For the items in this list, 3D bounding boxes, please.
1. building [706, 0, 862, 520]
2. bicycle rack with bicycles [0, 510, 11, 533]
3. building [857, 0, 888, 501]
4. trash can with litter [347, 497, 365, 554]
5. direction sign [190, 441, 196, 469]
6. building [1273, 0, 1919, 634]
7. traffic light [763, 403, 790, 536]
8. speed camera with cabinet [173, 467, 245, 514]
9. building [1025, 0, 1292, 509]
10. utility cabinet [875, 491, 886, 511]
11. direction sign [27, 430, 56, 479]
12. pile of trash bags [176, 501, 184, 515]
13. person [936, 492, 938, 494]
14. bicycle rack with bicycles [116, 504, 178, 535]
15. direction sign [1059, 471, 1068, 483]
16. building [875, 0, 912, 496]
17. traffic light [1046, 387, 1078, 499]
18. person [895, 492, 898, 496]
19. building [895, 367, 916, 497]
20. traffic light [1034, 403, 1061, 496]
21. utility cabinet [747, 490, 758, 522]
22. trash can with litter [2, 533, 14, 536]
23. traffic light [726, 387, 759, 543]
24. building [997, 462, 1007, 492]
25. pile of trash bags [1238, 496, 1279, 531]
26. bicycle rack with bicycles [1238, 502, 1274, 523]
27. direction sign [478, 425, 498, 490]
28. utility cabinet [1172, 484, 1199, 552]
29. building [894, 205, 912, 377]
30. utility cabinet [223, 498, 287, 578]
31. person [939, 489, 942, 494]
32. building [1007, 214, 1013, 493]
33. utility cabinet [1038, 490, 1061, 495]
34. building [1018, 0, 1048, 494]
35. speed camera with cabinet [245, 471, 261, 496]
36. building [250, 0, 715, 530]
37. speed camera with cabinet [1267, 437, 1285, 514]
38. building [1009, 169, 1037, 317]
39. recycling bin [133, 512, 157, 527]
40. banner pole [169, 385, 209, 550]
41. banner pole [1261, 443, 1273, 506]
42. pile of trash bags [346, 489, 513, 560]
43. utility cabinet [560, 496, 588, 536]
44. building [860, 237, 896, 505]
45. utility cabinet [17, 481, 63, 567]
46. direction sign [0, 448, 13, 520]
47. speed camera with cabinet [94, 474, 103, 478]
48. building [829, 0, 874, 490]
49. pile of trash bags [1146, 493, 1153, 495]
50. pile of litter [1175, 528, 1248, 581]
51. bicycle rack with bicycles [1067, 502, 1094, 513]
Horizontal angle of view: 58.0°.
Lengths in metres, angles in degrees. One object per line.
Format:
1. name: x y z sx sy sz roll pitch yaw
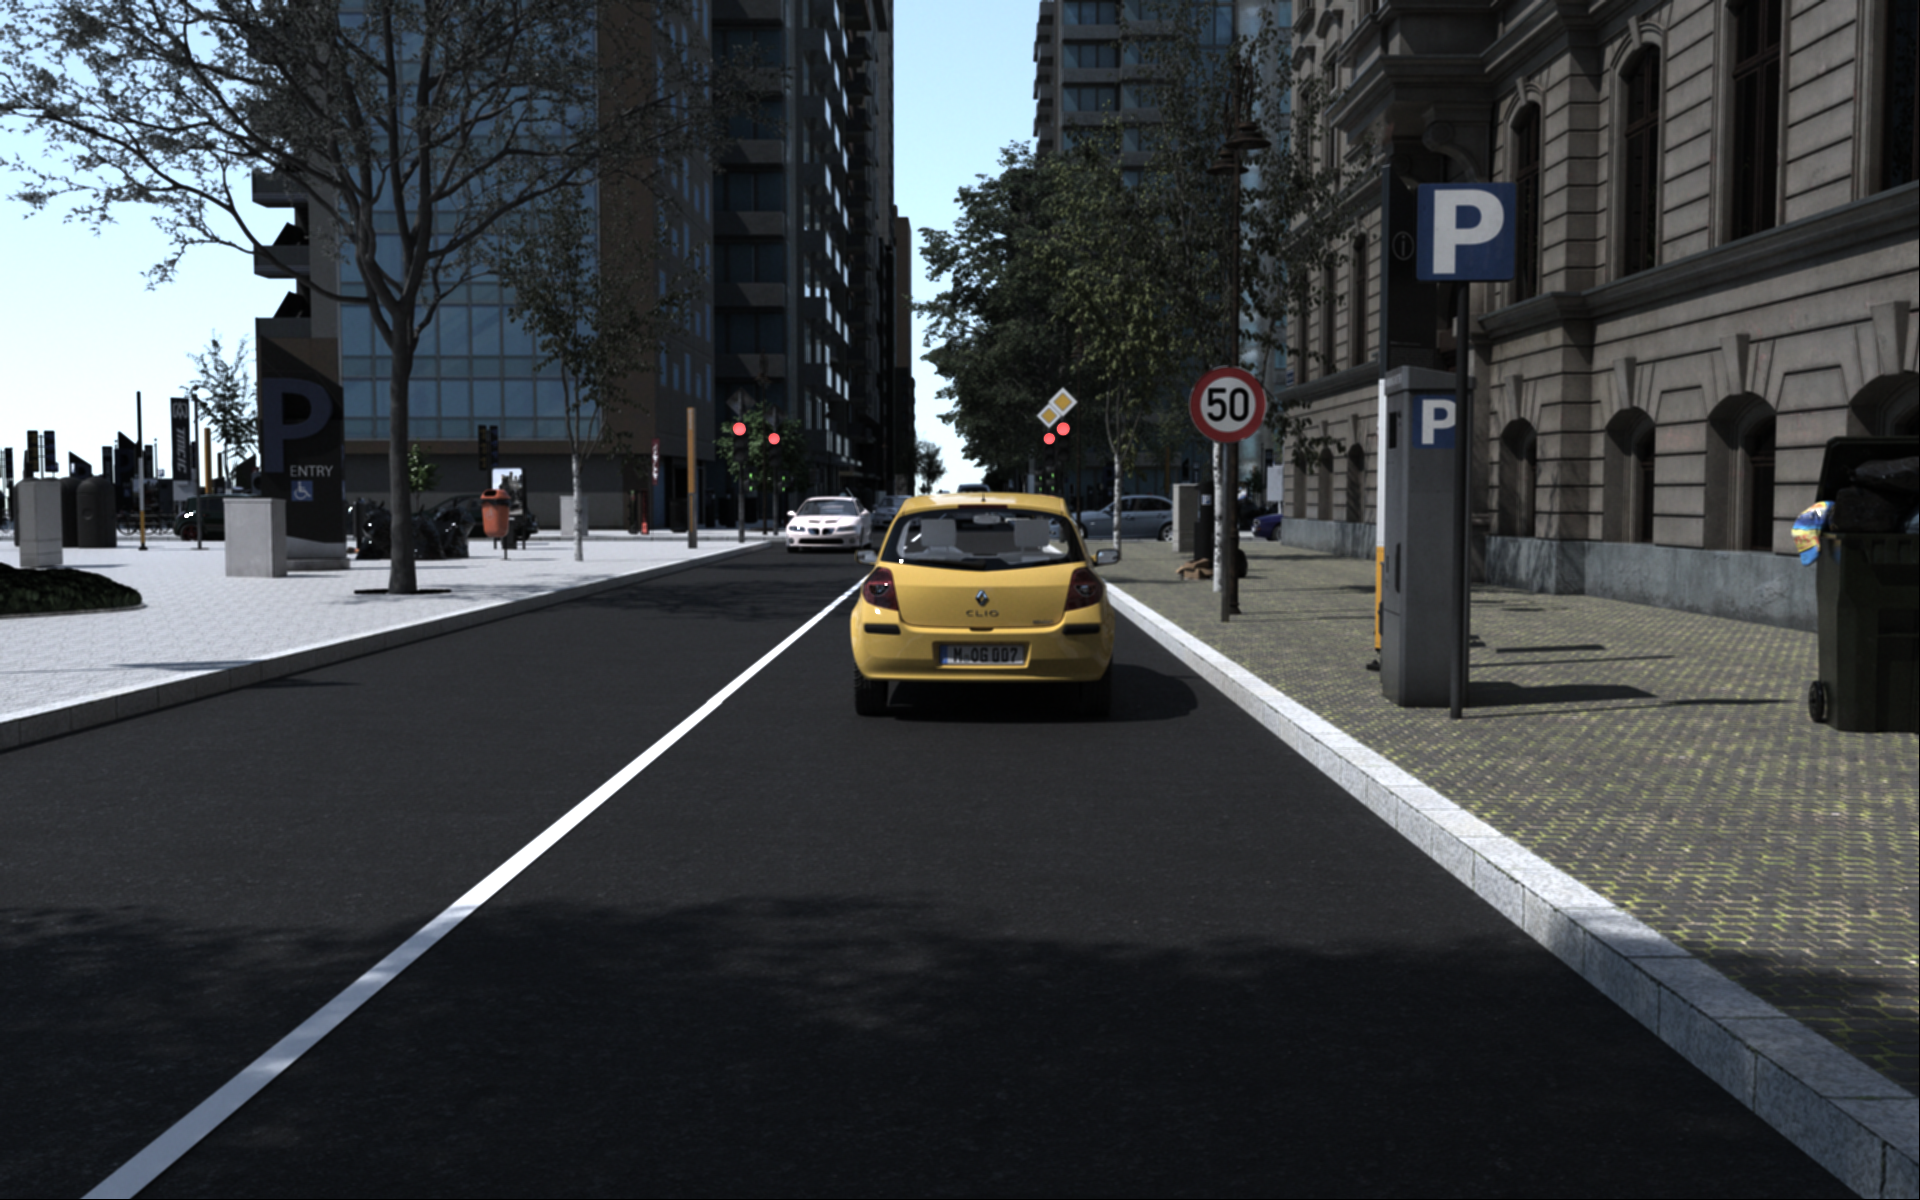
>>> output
1. building: -18.085 -29.284 98.399 23.786 49.044 30.456 0 4 0
2. bicycle rack with bicycles: -31.100 -2.682 57.237 2.852 0.926 2.925 0 4 -7
3. building: -21.960 -35.611 171.480 28.713 52.752 27.495 0 4 0
4. trash can with litter: -13.041 -1.650 38.042 1.678 1.210 2.233 -1 4 -13
5. direction sign: -33.106 -5.050 74.560 0.876 3.537 0.379 2 4 32
6. building: 13.098 -12.640 25.743 14.460 24.649 34.723 0 4 0
7. traffic light: -5.687 -3.951 53.513 0.839 4.253 0.868 0 4 0
8. speed camera with cabinet: -25.536 -3.939 58.743 2.038 3.252 0.660 0 4 -6
9. building: 17.914 -32.800 155.881 23.786 49.044 30.456 0 4 0
10. utility cabinet: -5.523 -6.832 120.382 0.318 1.500 1.173 2 4 24
11. direction sign: -32.670 -4.261 61.663 0.876 3.537 0.379 -1 4 -21
12. pile of trash bags: -41.675 -4.883 89.592 3.447 1.369 1.912 1 4 10
13. person: -3.114 -14.208 241.516 0.721 1.736 1.217 2 4 33
14. bicycle rack with bicycles: -25.802 -2.544 54.968 2.925 0.926 2.852 0 4 -1
15. direction sign: 7.005 -7.716 118.154 0.876 3.537 0.379 2 4 35
16. building: -16.725 -48.060 224.031 20.563 71.187 20.611 0 4 0
17. traffic light: 2.675 -3.460 45.493 0.839 4.253 0.868 0 4 0
18. person: -7.715 -12.123 207.438 1.217 1.736 0.721 0 4 1
19. building: -20.724 -24.807 250.625 27.650 21.520 28.899 0 4 0
20. traffic light: 2.724 -3.948 53.478 0.839 4.253 0.868 0 4 0
21. utility cabinet: -9.295 -4.217 77.621 0.318 1.500 1.173 0 4 2
22. trash can with litter: -28.617 -2.635 54.136 2.233 1.210 1.678 -1 4 -21
23. traffic light: -5.736 -3.462 45.528 0.839 4.253 0.868 0 4 0
24. building: 12.944 -31.157 281.121 14.160 30.474 14.107 0 4 0
25. pile of trash bags: 10.399 -3.159 61.405 1.912 1.369 3.447 -3 5 -40
26. bicycle rack with bicycles: 13.116 -3.837 76.124 2.852 0.926 2.925 1 4 22
27. direction sign: -15.569 -3.990 57.227 0.379 3.537 0.876 2 4 28
28. utility cabinet: 5.254 -1.789 37.933 1.173 1.500 0.318 -1 4 -21
29. building: -14.690 -37.998 271.371 14.600 45.320 14.200 0 4 0
30. utility cabinet: -10.895 -0.956 26.795 1.020 1.237 0.306 2 4 25
31. person: -1.610 -8.214 142.827 0.705 1.821 1.348 2 4 29
32. building: 13.746 -34.688 250.748 14.154 41.232 14.086 0 4 0
33. utility cabinet: 4.536 -4.848 87.946 1.173 1.500 0.318 2 4 28
34. building: 17.441 -53.379 185.411 22.319 86.520 31.000 0 4 0
35. speed camera with cabinet: -29.087 -4.653 70.404 2.038 3.252 0.660 0 4 -7
36. building: -17.521 -25.473 66.598 14.600 45.320 14.200 0 4 0
37. speed camera with cabinet: 10.586 -3.785 56.226 0.660 3.252 2.038 2 4 31
38. building: 17.471 -35.134 229.071 22.147 44.769 28.867 0 4 0
39. recycling bin: -32.095 -3.404 68.202 0.722 1.027 0.722 -3 4 -36
40. banner pole: -17.695 -3.039 39.712 0.401 3.779 0.863 2 4 34
41. banner pole: 15.005 -5.805 84.935 0.401 3.779 0.863 -3 5 -43
42. pile of trash bags: -10.233 -1.493 34.160 3.447 1.369 1.912 2 4 26
43. utility cabinet: -11.789 -2.556 52.950 1.020 1.237 0.306 3 5 41
44. building: -14.555 -25.773 193.092 14.160 30.474 14.107 0 4 0
45. utility cabinet: -16.122 -1.325 30.350 0.318 1.500 1.173 -1 4 -9
46. direction sign: -46.601 -5.652 84.410 0.379 3.537 0.876 3 4 37
47. speed camera with cabinet: -39.948 -5.339 81.624 0.660 3.252 2.038 0 4 7
48. building: -18.671 -29.905 143.574 22.147 44.769 28.867 0 4 0
49. pile of trash bags: 13.518 -6.718 119.596 1.912 1.369 3.447 -1 4 -13
50. pile of litter: 3.799 -0.764 26.459 1.176 0.858 1.719 3 5 39
51. bicycle rack with bicycles: 4.819 -3.829 75.993 2.925 0.926 2.852 0 4 -2
